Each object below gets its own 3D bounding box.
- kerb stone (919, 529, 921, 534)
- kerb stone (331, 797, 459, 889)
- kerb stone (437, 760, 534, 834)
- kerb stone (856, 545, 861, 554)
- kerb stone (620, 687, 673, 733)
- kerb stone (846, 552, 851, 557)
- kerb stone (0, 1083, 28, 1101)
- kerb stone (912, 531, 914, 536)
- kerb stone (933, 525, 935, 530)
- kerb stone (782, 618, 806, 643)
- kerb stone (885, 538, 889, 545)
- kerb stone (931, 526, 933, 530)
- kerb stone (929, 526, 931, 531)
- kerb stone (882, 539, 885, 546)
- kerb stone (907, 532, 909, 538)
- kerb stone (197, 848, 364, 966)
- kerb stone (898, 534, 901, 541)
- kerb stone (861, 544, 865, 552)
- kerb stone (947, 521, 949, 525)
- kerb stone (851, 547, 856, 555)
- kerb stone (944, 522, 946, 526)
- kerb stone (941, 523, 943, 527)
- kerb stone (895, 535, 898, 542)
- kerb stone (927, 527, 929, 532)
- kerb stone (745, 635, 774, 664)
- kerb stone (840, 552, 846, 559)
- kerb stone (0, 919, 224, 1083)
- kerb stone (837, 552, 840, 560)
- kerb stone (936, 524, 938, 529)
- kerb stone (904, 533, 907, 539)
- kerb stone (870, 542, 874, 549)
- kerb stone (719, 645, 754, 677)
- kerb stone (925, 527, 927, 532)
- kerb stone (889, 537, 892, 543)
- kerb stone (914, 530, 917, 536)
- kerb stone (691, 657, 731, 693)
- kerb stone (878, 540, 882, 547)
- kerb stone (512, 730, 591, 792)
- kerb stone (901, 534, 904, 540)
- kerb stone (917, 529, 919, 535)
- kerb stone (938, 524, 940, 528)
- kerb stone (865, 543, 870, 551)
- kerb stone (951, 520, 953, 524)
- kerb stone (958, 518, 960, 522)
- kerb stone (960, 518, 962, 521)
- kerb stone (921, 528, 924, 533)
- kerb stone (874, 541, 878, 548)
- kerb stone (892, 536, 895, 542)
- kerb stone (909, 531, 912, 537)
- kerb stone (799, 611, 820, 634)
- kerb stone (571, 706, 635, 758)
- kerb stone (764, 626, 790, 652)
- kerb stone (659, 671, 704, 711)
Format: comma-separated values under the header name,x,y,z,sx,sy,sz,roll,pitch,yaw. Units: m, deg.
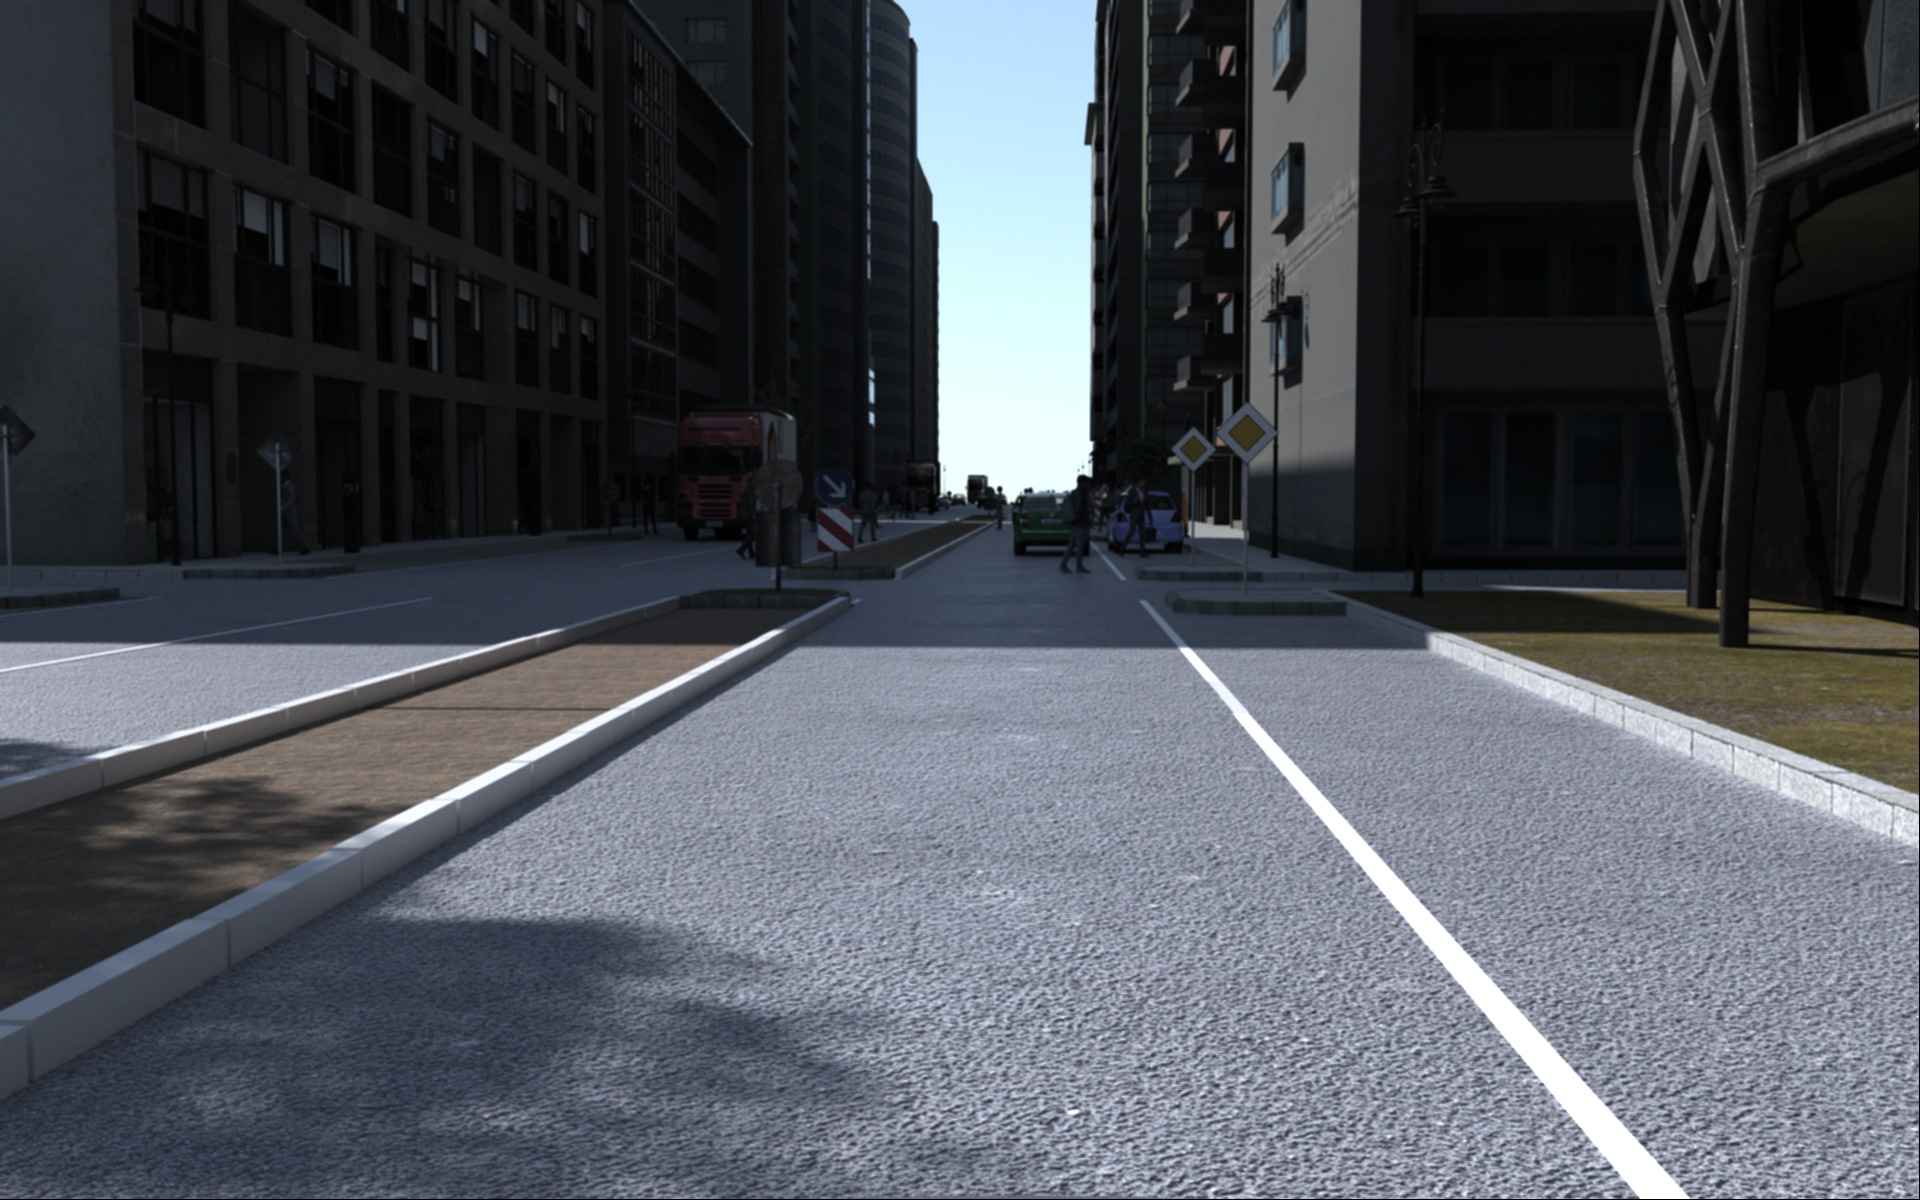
name,x,y,z,sx,sy,sz,roll,pitch,yaw
kerb stone,-1.543,-2.353,60.663,0.120,0.150,1.000,0,4,3
kerb stone,-2.198,0.943,6.772,0.120,0.150,1.000,0,4,3
kerb stone,-2.137,0.882,7.793,0.120,0.150,1.000,0,4,3
kerb stone,-2.534,-1.163,41.203,0.120,0.150,1.000,0,4,3
kerb stone,-1.984,0.693,10.865,0.120,0.150,1.000,0,4,3
kerb stone,-2.642,-1.038,39.160,0.120,0.150,1.000,0,4,3
kerb stone,-2.346,1.136,3.704,0.120,0.150,1.000,0,4,3
kerb stone,-1.706,-2.165,57.590,0.120,0.150,1.000,0,4,3
kerb stone,-1.183,-2.790,67.840,0.120,0.150,1.000,0,4,3
kerb stone,-1.669,0.317,17.012,0.120,0.150,1.000,0,4,3
kerb stone,-2.171,-1.601,48.374,0.120,0.150,1.000,0,4,3
kerb stone,-1.228,-2.729,66.815,0.120,0.150,1.000,0,4,3
kerb stone,-1.279,-2.667,65.794,0.120,0.150,1.000,0,4,3
kerb stone,-2.224,-1.538,47.349,0.120,0.150,1.000,0,4,3
kerb stone,-1.808,-2.035,55.547,0.120,0.150,1.000,0,4,3
kerb stone,-2.244,1.009,5.751,0.120,0.150,1.000,0,4,3
kerb stone,-1.963,-1.851,52.467,0.120,0.150,1.000,0,4,3
kerb stone,-2.489,-1.225,42.230,0.120,0.150,1.000,0,4,3
kerb stone,-0.709,-3.356,77.060,0.120,0.150,1.000,0,4,3
kerb stone,-2.589,-1.100,40.182,0.120,0.150,1.000,0,4,3
kerb stone,-0.814,-3.230,74.999,0.120,0.150,1.000,0,4,3
kerb stone,-0.917,-3.104,72.947,0.120,0.150,1.000,0,4,3
kerb stone,-2.014,-1.787,51.447,0.120,0.150,1.000,0,4,3
kerb stone,-1.341,-2.601,64.774,0.120,0.150,1.000,0,4,3
kerb stone,-1.769,0.444,14.963,0.120,0.150,1.000,0,4,3
kerb stone,-2.689,-0.975,38.139,0.120,0.150,1.000,0,4,3
kerb stone,-2.297,1.068,4.730,0.120,0.150,1.000,0,4,3
kerb stone,-2.748,-0.913,37.119,0.120,0.150,1.000,0,4,3
kerb stone,-1.073,-2.912,69.881,0.120,0.150,1.000,0,4,3
kerb stone,-1.863,-1.977,54.520,0.120,0.150,1.000,0,4,3
kerb stone,-2.385,-1.351,44.282,0.120,0.150,1.000,0,4,3
kerb stone,-1.827,0.505,13.936,0.120,0.150,1.000,0,4,3
kerb stone,-1.388,-2.542,63.753,0.120,0.150,1.000,0,4,3
kerb stone,-2.125,-1.664,49.395,0.120,0.150,1.000,0,4,3
kerb stone,-1.654,-2.228,58.620,0.120,0.150,1.000,0,4,3
kerb stone,-1.880,0.570,12.911,0.120,0.150,1.000,0,4,3
kerb stone,-2.274,-1.476,46.323,0.120,0.150,1.000,0,4,3
kerb stone,-2.083,0.818,8.818,0.120,0.150,1.000,0,4,3
kerb stone,-1.915,-1.912,53.499,0.120,0.150,1.000,0,4,3
kerb stone,-1.599,-2.290,59.643,0.120,0.150,1.000,0,4,3
kerb stone,-1.026,-2.976,70.902,0.120,0.150,1.000,0,4,3
kerb stone,-2.432,-1.288,43.261,0.120,0.150,1.000,0,4,3
kerb stone,-0.546,-3.544,80.136,0.120,0.150,1.000,0,4,3
kerb stone,-0.235,-3.919,86.267,0.120,0.150,1.000,0,4,3
kerb stone,-0.135,-4.044,88.318,0.120,0.150,1.000,0,4,3
kerb stone,-1.485,-2.416,61.700,0.120,0.150,1.000,0,4,3
kerb stone,-2.330,-1.413,45.303,0.120,0.150,1.000,0,4,3
kerb stone,-2.069,-1.726,50.421,0.120,0.150,1.000,0,4,3
kerb stone,-1.752,-2.102,56.570,0.120,0.150,1.000,0,4,3
kerb stone,-1.613,0.255,18.033,0.120,0.150,1.000,0,4,3
kerb stone,-2.039,0.756,9.839,0.120,0.150,1.000,0,4,3
kerb stone,-1.724,0.380,15.984,0.120,0.150,1.000,0,4,3
kerb stone,-1.932,0.634,11.890,0.120,0.150,1.000,0,4,3
